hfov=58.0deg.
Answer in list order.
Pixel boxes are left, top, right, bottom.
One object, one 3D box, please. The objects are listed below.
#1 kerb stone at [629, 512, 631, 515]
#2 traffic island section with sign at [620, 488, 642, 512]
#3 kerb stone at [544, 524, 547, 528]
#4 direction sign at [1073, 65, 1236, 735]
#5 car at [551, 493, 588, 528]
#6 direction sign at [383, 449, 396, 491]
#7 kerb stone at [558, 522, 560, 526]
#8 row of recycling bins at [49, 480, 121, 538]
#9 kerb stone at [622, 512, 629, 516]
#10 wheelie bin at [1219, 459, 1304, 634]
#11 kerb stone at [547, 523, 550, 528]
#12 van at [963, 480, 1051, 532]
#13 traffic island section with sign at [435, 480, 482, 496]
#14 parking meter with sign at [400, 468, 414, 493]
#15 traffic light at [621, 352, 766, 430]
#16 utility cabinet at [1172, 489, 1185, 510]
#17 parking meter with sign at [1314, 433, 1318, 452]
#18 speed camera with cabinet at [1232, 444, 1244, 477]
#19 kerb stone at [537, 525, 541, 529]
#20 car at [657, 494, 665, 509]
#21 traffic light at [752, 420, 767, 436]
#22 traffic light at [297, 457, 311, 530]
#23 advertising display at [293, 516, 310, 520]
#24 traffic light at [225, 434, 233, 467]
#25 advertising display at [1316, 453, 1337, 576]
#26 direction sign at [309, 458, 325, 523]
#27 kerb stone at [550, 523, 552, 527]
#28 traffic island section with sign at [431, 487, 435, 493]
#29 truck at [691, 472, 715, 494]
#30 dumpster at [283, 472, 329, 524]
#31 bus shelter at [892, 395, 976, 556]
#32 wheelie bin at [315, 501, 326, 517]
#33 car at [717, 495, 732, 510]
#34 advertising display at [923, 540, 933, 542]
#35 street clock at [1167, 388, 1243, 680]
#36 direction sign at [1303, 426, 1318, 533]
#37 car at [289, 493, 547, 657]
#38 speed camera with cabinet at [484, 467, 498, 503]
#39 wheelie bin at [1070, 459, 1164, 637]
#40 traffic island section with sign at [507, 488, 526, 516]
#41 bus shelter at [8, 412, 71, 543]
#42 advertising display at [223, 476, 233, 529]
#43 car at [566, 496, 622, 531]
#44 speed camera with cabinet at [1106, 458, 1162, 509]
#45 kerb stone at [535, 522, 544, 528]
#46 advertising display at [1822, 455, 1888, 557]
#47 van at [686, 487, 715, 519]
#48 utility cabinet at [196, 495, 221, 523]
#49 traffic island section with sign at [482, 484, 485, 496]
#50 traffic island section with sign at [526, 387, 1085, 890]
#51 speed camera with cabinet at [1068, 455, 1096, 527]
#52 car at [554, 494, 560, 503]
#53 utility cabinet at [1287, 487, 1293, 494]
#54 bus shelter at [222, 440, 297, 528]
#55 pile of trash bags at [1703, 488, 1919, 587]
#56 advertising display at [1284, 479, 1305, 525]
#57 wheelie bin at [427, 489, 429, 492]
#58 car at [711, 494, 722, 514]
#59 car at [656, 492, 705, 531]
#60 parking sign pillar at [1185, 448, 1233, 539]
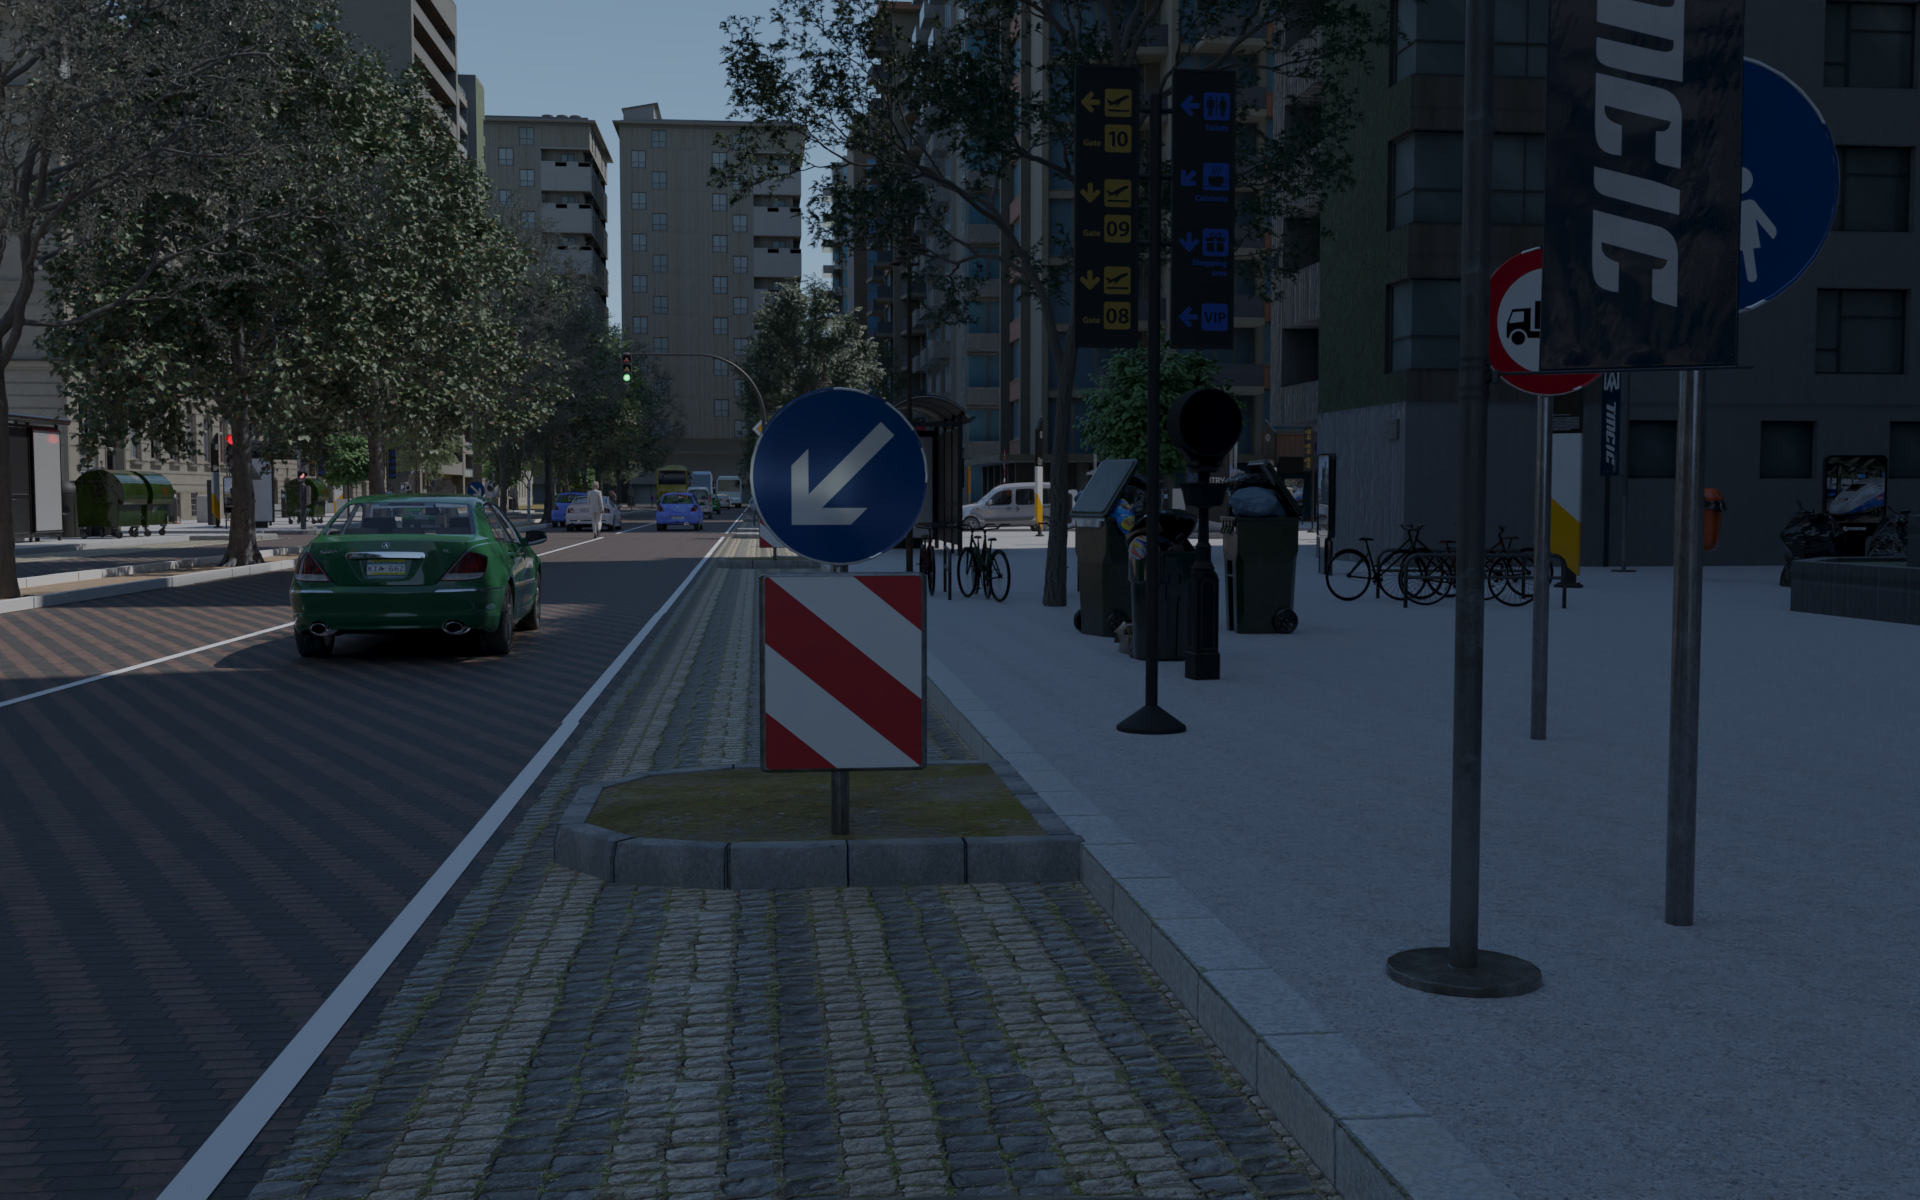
[{"bbox_3d":[-22.983,-5.945,119.409,0.120,0.150,1.000,0,4,-7],"label":"kerb stone"},{"bbox_3d":[-26.144,-7.914,137.536,2.006,1.907,1.989,0,4,-7],"label":"traffic island section with sign"},{"bbox_3d":[-17.532,-3.079,72.542,0.120,0.150,1.000,0,4,-7],"label":"kerb stone"},{"bbox_3d":[1.040,-1.059,9.305,0.876,3.537,0.379,-1,4,-9],"label":"direction sign"},{"bbox_3d":[-16.754,-4.033,75.532,1.945,1.707,3.694,0,4,-5],"label":"car"},{"bbox_3d":[-28.950,-5.842,87.513,0.876,3.537,0.379,-1,4,-22],"label":"direction sign"},{"bbox_3d":[-18.124,-3.390,77.629,0.120,0.150,1.000,0,4,-7],"label":"kerb stone"},{"bbox_3d":[-26.561,-2.775,52.482,1.069,1.692,3.534,0,4,-2],"label":"row of recycling bins"},{"bbox_3d":[-22.867,-5.883,118.383,0.120,0.150,1.000,0,4,-7],"label":"kerb stone"},{"bbox_3d":[2.777,-0.499,16.068,0.693,1.594,0.980,0,4,-5],"label":"wheelie bin"},{"bbox_3d":[-17.663,-3.142,73.562,0.120,0.150,1.000,0,4,-7],"label":"kerb stone"},{"bbox_3d":[1.591,-3.370,62.108,4.112,2.044,2.013,0,4,-6],"label":"van"},{"bbox_3d":[-16.620,-2.899,55.539,2.006,1.907,1.989,0,4,-7],"label":"traffic island section with sign"},{"bbox_3d":[-34.850,-6.887,108.868,0.543,3.016,1.738,1,4,22],"label":"parking meter with sign"},{"bbox_3d":[-8.472,-4.974,55.986,4.771,5.953,1.251,0,4,-7],"label":"traffic light"},{"bbox_3d":[9.336,-3.821,71.159,1.173,1.500,0.318,2,4,27],"label":"utility cabinet"},{"bbox_3d":[10.834,-3.223,48.965,0.543,3.016,1.738,-2,4,-34],"label":"parking meter with sign"},{"bbox_3d":[11.131,-4.378,65.919,2.038,3.252,0.660,0,4,-1],"label":"speed camera with cabinet"},{"bbox_3d":[-17.296,-2.950,70.500,0.120,0.150,1.000,0,4,-7],"label":"kerb stone"},{"bbox_3d":[-21.423,-7.135,128.447,2.131,1.459,4.920,0,4,-5],"label":"car"},{"bbox_3d":[-7.325,-4.610,64.299,0.839,4.253,0.868,0,4,-7],"label":"traffic light"},{"bbox_3d":[-21.607,-5.382,62.666,4.771,5.953,1.251,0,4,-7],"label":"traffic light"},{"bbox_3d":[-32.551,-4.915,85.577,0.974,1.923,0.123,1,4,14],"label":"advertising display"},{"bbox_3d":[-22.754,-4.008,54.459,0.839,4.253,0.868,0,4,-7],"label":"traffic light"},{"bbox_3d":[5.845,-1.373,27.659,0.123,1.923,0.974,0,4,1],"label":"advertising display"},{"bbox_3d":[-28.317,-5.155,76.289,0.876,3.537,0.379,2,4,25],"label":"direction sign"},{"bbox_3d":[-17.769,-3.204,74.579,0.120,0.150,1.000,0,4,-7],"label":"kerb stone"},{"bbox_3d":[-26.238,-4.793,86.998,1.989,1.847,2.006,0,4,-7],"label":"traffic island section with sign"},{"bbox_3d":[-30.493,-12.976,201.911,2.967,4.110,18.799,0,4,-5],"label":"truck"},{"bbox_3d":[-27.997,-4.380,74.103,1.502,2.255,1.985,0,4,-7],"label":"dumpster"},{"bbox_3d":[-0.982,-2.703,38.114,2.014,3.302,5.546,0,4,-6],"label":"bus shelter"},{"bbox_3d":[-35.832,-5.438,96.827,0.980,1.594,0.693,-3,5,-42],"label":"wheelie bin"},{"bbox_3d":[-22.347,-9.138,161.776,2.083,1.381,4.827,0,4,-6],"label":"car"},{"bbox_3d":[-0.866,-2.493,45.979,0.123,1.923,0.974,-2,4,-33],"label":"advertising display"},{"bbox_3d":[1.683,-0.453,11.971,0.471,2.002,0.358,-1,4,-16],"label":"street clock"},{"bbox_3d":[11.716,-4.005,57.473,0.379,3.537,0.876,-2,4,-33],"label":"direction sign"},{"bbox_3d":[-5.138,-0.304,16.766,2.131,1.459,4.920,-1,4,-8],"label":"car"},{"bbox_3d":[-34.465,-8.007,125.250,2.038,3.252,0.660,1,4,12],"label":"speed camera with cabinet"},{"bbox_3d":[1.435,-0.483,15.812,0.693,1.594,0.980,-2,4,-26],"label":"wheelie bin"},{"bbox_3d":[-29.345,-6.431,113.778,1.989,1.847,2.006,0,4,-7],"label":"traffic island section with sign"},{"bbox_3d":[-25.068,-4.013,43.245,2.179,5.291,8.768,0,4,-6],"label":"bus shelter"},{"bbox_3d":[-26.548,-3.572,63.620,0.974,1.923,0.123,0,4,-1],"label":"advertising display"},{"bbox_3d":[-14.413,-3.417,68.229,2.083,1.381,4.827,0,4,-6],"label":"car"},{"bbox_3d":[4.153,-2.884,41.482,0.660,3.252,2.038,2,4,32],"label":"speed camera with cabinet"},{"bbox_3d":[-17.423,-3.015,71.521,0.120,0.150,1.000,0,4,-7],"label":"kerb stone"},{"bbox_3d":[14.759,-1.430,28.598,0.974,1.923,0.123,0,4,8],"label":"advertising display"},{"bbox_3d":[-15.346,-5.779,101.499,2.013,2.044,4.112,-1,4,-9],"label":"van"},{"bbox_3d":[-33.570,-4.049,77.369,1.020,1.237,0.306,1,4,11],"label":"utility cabinet"},{"bbox_3d":[-17.465,-3.349,62.898,2.006,1.907,1.989,0,4,-7],"label":"traffic island section with sign"},{"bbox_3d":[-0.636,0.088,7.196,1.989,1.847,2.006,0,4,-7],"label":"traffic island section with sign"},{"bbox_3d":[4.633,-4.507,68.030,2.038,3.252,0.660,0,4,-2],"label":"speed camera with cabinet"},{"bbox_3d":[-28.094,-6.990,123.089,1.959,1.807,4.718,0,4,-5],"label":"car"},{"bbox_3d":[10.145,-2.878,55.739,1.173,1.500,0.318,-2,4,-28],"label":"utility cabinet"},{"bbox_3d":[-26.972,-4.518,67.787,2.014,3.302,5.546,0,4,-6],"label":"bus shelter"},{"bbox_3d":[11.924,-0.900,24.465,3.447,1.369,1.912,3,5,42],"label":"pile of trash bags"},{"bbox_3d":[14.014,-4.125,72.650,0.974,1.923,0.123,3,5,45],"label":"advertising display"},{"bbox_3d":[-34.838,-6.515,114.424,0.980,1.594,0.693,-1,4,-8],"label":"wheelie bin"},{"bbox_3d":[-18.023,-7.035,123.819,1.959,1.807,4.718,0,4,-6],"label":"car"},{"bbox_3d":[-11.122,-3.624,68.842,1.945,1.707,3.694,0,4,-6],"label":"car"},{"bbox_3d":[7.199,-3.767,50.070,1.447,3.967,1.447,1,4,21],"label":"parking sign pillar"}]
